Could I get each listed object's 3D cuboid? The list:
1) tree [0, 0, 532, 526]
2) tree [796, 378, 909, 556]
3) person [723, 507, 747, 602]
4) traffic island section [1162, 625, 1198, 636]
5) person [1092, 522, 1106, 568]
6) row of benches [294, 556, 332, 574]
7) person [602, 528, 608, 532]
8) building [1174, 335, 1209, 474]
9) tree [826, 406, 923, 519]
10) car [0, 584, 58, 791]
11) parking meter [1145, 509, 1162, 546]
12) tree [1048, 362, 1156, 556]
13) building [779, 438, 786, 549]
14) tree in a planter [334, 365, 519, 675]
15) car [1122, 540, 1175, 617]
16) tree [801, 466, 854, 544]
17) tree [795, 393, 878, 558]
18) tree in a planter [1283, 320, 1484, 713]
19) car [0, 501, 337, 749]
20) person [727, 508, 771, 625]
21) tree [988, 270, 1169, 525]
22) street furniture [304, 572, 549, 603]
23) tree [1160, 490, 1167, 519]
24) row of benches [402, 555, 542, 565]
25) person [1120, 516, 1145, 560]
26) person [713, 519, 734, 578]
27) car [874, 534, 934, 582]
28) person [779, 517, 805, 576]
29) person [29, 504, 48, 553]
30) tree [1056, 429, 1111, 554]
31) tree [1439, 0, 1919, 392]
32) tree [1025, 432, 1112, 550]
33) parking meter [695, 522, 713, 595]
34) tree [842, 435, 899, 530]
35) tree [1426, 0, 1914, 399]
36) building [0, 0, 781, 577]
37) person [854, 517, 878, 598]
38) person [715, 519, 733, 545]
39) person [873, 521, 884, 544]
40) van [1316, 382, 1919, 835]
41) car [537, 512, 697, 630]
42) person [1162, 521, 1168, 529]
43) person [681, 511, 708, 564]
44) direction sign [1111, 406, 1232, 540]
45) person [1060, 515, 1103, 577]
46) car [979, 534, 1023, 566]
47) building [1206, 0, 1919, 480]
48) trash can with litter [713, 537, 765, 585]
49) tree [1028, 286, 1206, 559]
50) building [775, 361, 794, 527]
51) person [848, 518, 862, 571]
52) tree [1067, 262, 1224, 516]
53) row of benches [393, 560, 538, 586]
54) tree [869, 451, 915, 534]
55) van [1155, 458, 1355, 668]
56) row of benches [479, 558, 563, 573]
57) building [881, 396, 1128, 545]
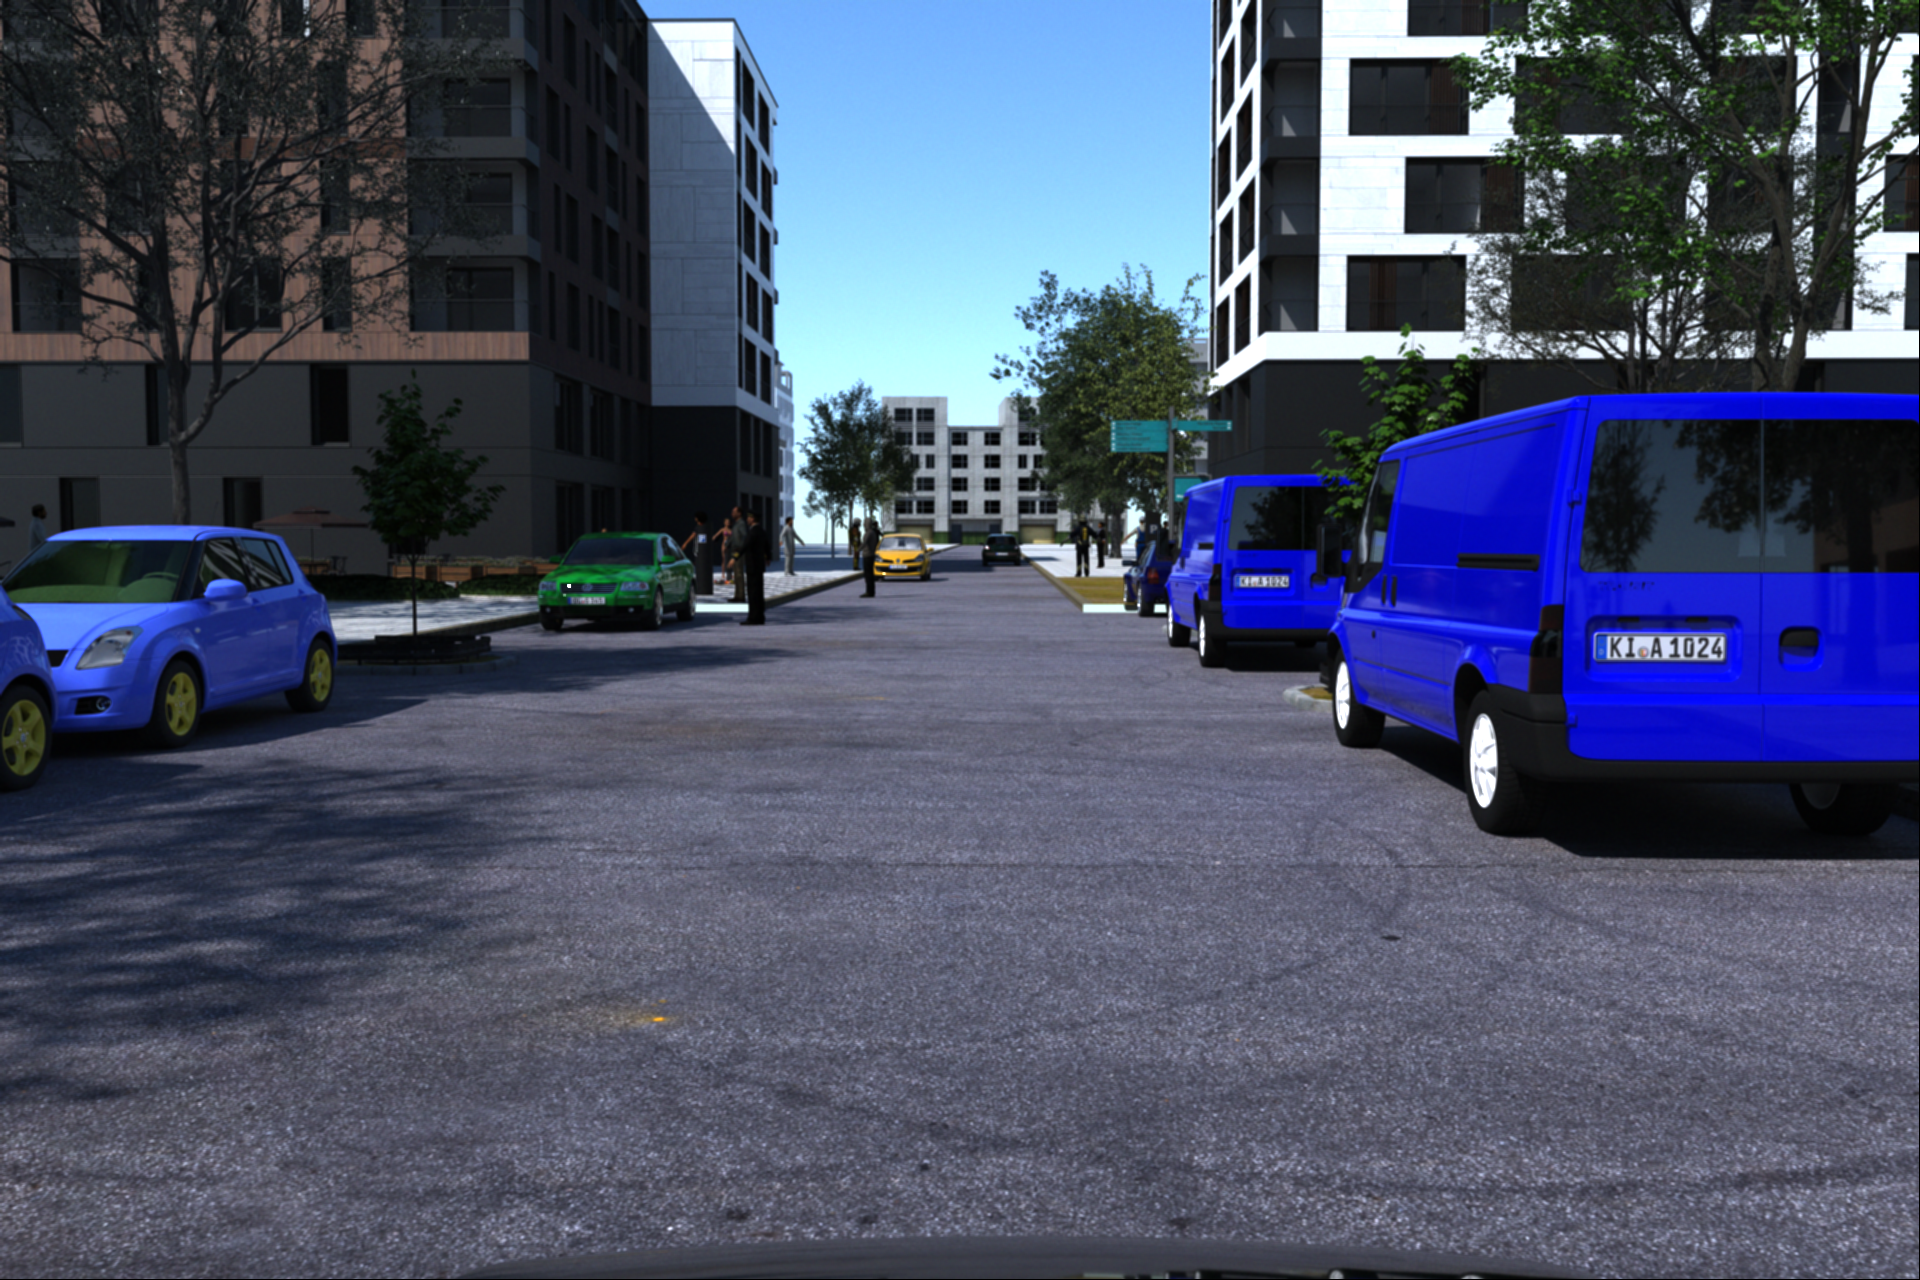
[{"bbox_3d":[-11.049,-6.981,24.508,12.009,13.543,11.850,0,3,0],"label":"tree"},{"bbox_3d":[-6.247,-10.294,102.717,7.601,10.594,8.767,-3,5,-40],"label":"tree"},{"bbox_3d":[-4.194,-1.610,32.591,0.705,1.796,1.348,-1,4,-21],"label":"person"},{"bbox_3d":[3.964,-0.138,25.117,1.991,0.108,1.994,0,4,0],"label":"traffic island section"},{"bbox_3d":[5.238,-3.585,65.337,0.721,1.740,1.216,-1,4,-16],"label":"person"},{"bbox_3d":[-19.320,-1.940,47.181,4.104,0.672,1.422,-1,4,-15],"label":"row of benches"},{"bbox_3d":[-9.520,-2.269,46.370,0.991,1.433,0.599,0,4,0],"label":"person"},{"bbox_3d":[24.930,-18.789,163.615,16.016,20.090,11.380,0,4,1],"label":"building"},{"bbox_3d":[-6.101,-11.560,123.422,8.767,10.594,7.601,3,4,37],"label":"tree"},{"bbox_3d":[-6.089,0.072,8.412,1.945,1.707,3.694,0,4,1],"label":"car"},{"bbox_3d":[4.519,-2.124,40.443,0.399,1.863,0.255,0,4,0],"label":"parking meter"},{"bbox_3d":[8.739,-10.760,101.675,9.928,11.665,9.643,0,3,0],"label":"tree"},{"bbox_3d":[-20.209,-13.116,156.599,9.099,9.664,28.070,0,4,2],"label":"building"},{"bbox_3d":[-5.853,-1.301,18.498,1.991,3.239,1.994,0,4,1],"label":"tree in a planter"},{"bbox_3d":[3.946,-1.143,31.275,1.945,1.354,3.894,0,3,0],"label":"car"},{"bbox_3d":[-17.470,-18.023,229.090,7.601,10.594,8.767,0,4,-5],"label":"tree"},{"bbox_3d":[-6.470,-8.620,91.301,4.737,8.622,4.395,0,3,0],"label":"tree"},{"bbox_3d":[3.782,-1.057,14.511,1.991,3.239,1.994,0,4,1],"label":"tree in a planter"},{"bbox_3d":[-6.012,-0.190,12.702,1.945,1.707,3.694,0,4,1],"label":"car"},{"bbox_3d":[-3.259,-1.157,27.303,0.705,1.837,1.347,1,4,20],"label":"person"},{"bbox_3d":[8.390,-16.405,124.117,12.611,20.169,13.585,0,3,0],"label":"tree"},{"bbox_3d":[-13.091,-1.201,35.265,10.072,0.657,5.734,0,4,2],"label":"street furniture"},{"bbox_3d":[30.519,-19.544,226.193,9.857,13.997,8.962,0,3,0],"label":"tree"},{"bbox_3d":[-14.021,-2.091,49.655,4.104,0.672,1.422,0,3,0],"label":"row of benches"},{"bbox_3d":[5.601,-2.902,53.310,1.347,1.847,0.705,0,4,0],"label":"person"},{"bbox_3d":[-6.699,-2.651,50.147,1.217,1.733,0.721,-2,4,-32],"label":"person"},{"bbox_3d":[-1.796,-2.644,53.459,2.015,1.641,3.980,0,4,1],"label":"car"},{"bbox_3d":[-5.199,-2.870,53.111,0.705,1.806,1.347,2,4,26],"label":"person"},{"bbox_3d":[-16.507,-1.532,31.133,0.704,1.819,1.344,-3,4,-36],"label":"person"},{"bbox_3d":[8.566,-9.882,111.927,4.360,8.622,3.978,0,3,0],"label":"tree"},{"bbox_3d":[9.761,-5.794,20.491,9.928,11.665,9.643,0,3,0],"label":"tree"},{"bbox_3d":[9.263,-12.415,137.396,8.767,10.594,7.601,0,4,6],"label":"tree"},{"bbox_3d":[-5.368,-1.707,36.321,0.372,1.533,0.369,0,3,0],"label":"parking meter"},{"bbox_3d":[-6.023,-10.133,116.029,4.737,8.622,4.395,0,3,0],"label":"tree"},{"bbox_3d":[15.315,-7.832,38.421,12.009,13.543,11.850,0,3,0],"label":"tree"},{"bbox_3d":[-22.906,-13.650,67.149,27.936,21.610,32.646,0,4,1],"label":"building"},{"bbox_3d":[-2.091,-1.871,39.184,0.705,1.813,1.348,1,4,15],"label":"person"},{"bbox_3d":[-7.998,-3.312,60.376,1.346,1.802,0.704,1,4,22],"label":"person"},{"bbox_3d":[-3.381,-3.905,70.031,0.705,1.806,1.347,3,5,41],"label":"person"},{"bbox_3d":[3.462,-0.338,9.906,2.240,2.365,5.245,0,4,1],"label":"van"},{"bbox_3d":[-5.326,-1.129,27.252,1.959,1.807,4.718,0,4,1],"label":"car"},{"bbox_3d":[8.291,-3.885,69.658,0.704,1.812,1.346,-2,4,-24],"label":"person"},{"bbox_3d":[-6.196,-2.143,41.185,0.704,1.843,1.345,1,4,21],"label":"person"},{"bbox_3d":[4.404,-2.876,35.788,2.525,3.948,1.411,0,4,2],"label":"direction sign"},{"bbox_3d":[3.682,-2.827,52.001,1.354,1.856,0.705,-1,4,-13],"label":"person"},{"bbox_3d":[1.867,-4.202,78.490,2.009,1.686,4.222,0,4,1],"label":"car"},{"bbox_3d":[23.258,-13.616,66.592,27.936,21.610,32.646,0,4,1],"label":"building"},{"bbox_3d":[-5.740,-2.033,44.290,1.678,1.210,2.233,0,4,0],"label":"trash can with litter"},{"bbox_3d":[8.251,-11.254,90.666,9.857,13.997,8.962,0,3,0],"label":"tree"},{"bbox_3d":[-24.661,-20.398,189.923,16.016,20.090,11.380,0,4,1],"label":"building"},{"bbox_3d":[-3.585,-3.348,60.516,0.705,1.858,1.354,0,4,-1],"label":"person"},{"bbox_3d":[5.193,-5.874,46.400,4.737,8.622,4.395,0,3,0],"label":"tree"},{"bbox_3d":[-11.567,-1.512,40.184,4.104,0.672,1.422,2,4,29],"label":"row of benches"},{"bbox_3d":[-6.199,-11.283,134.841,4.360,8.622,3.978,0,3,0],"label":"tree"},{"bbox_3d":[3.555,-0.969,20.233,2.240,2.365,5.245,0,4,0],"label":"van"},{"bbox_3d":[-10.490,-1.769,44.392,4.104,0.672,1.422,1,4,13],"label":"row of benches"},{"bbox_3d":[5.464,-22.046,229.364,31.486,18.905,16.747,0,4,-2],"label":"building"}]
